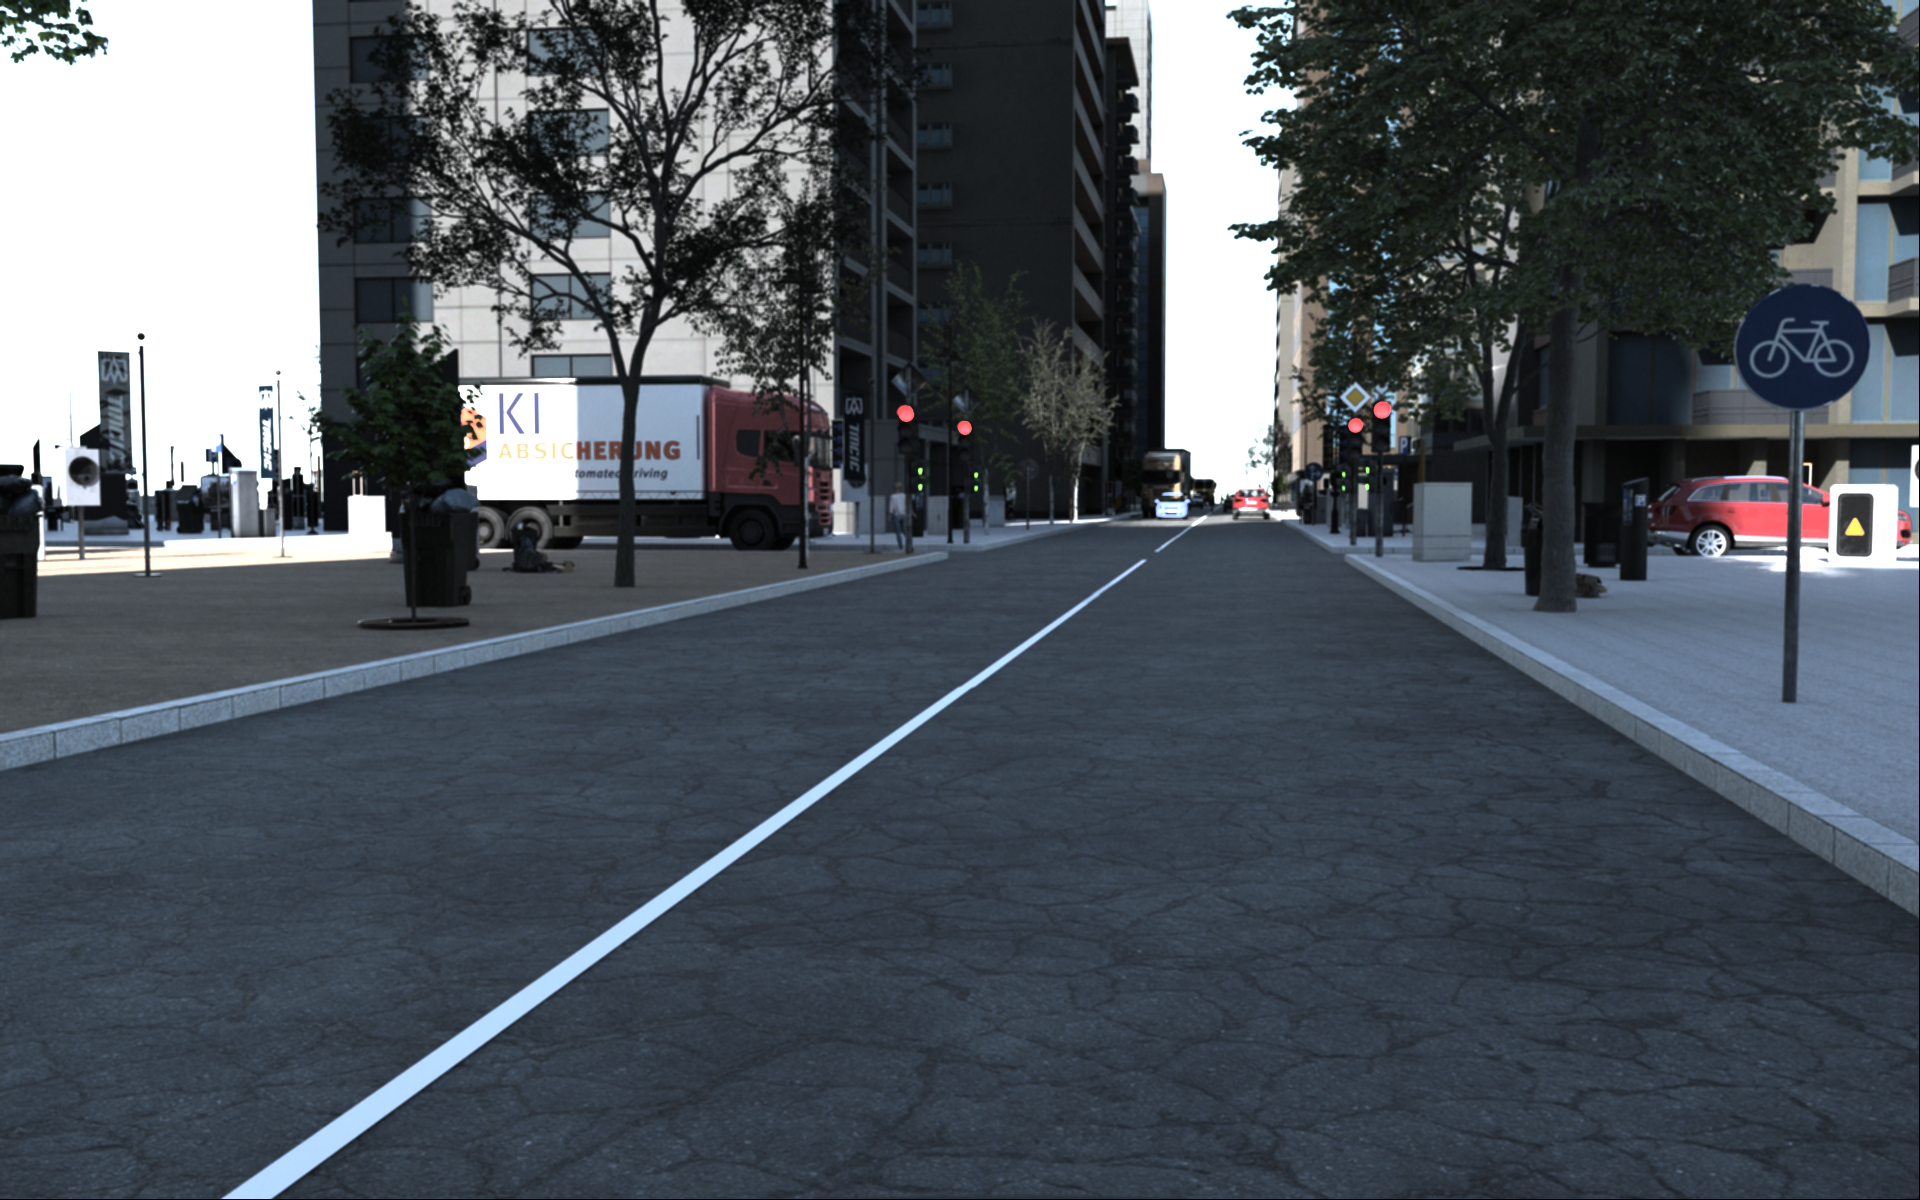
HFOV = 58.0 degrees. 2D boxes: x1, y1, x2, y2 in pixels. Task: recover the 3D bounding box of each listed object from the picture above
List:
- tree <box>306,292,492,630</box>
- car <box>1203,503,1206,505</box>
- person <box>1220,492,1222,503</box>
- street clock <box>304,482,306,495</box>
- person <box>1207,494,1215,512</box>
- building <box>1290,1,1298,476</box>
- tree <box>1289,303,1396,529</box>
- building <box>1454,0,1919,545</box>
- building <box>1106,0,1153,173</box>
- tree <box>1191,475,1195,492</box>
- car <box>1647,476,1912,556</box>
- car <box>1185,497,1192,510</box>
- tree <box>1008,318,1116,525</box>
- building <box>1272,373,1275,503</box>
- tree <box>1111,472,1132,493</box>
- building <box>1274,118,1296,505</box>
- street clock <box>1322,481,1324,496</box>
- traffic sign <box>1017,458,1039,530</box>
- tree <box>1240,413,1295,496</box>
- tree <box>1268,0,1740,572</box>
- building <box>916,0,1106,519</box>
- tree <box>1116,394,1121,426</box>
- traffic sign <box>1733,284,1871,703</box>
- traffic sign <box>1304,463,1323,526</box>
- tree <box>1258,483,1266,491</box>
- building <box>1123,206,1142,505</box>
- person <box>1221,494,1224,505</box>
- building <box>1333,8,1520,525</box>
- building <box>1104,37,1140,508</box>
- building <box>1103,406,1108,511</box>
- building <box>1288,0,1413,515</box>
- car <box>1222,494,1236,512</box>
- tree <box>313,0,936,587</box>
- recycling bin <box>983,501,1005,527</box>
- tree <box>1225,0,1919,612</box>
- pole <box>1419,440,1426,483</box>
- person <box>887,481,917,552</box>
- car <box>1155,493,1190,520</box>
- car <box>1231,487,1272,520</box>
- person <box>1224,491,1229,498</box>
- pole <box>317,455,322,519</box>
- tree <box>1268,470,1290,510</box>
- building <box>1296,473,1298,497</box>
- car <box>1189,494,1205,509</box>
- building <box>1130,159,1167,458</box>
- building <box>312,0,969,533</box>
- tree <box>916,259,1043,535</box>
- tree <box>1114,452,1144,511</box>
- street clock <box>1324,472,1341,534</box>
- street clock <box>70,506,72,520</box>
[{"bbox_3d":[-5.415,-1.349,16.664,1.663,3.219,1.824,0,3,0],"label":"tree"},{"bbox_3d":[31.870,-13.478,229.951,1.945,1.707,3.694,0,4,8],"label":"car"},{"bbox_3d":[39.970,-15.618,264.654,0.445,1.727,0.742,0,4,8],"label":"person"},{"bbox_3d":[-39.522,-6.084,104.050,0.358,2.002,0.471,1,4,18],"label":"street clock"},{"bbox_3d":[20.182,-7.808,139.401,0.697,1.427,0.421,-1,4,-16],"label":"person"},{"bbox_3d":[47.816,-35.749,173.727,28.713,52.752,27.495,1,4,9],"label":"building"},{"bbox_3d":[14.284,-6.941,63.843,4.737,8.622,4.395,0,3,0],"label":"tree"},{"bbox_3d":[30.135,-24.224,50.689,28.867,44.769,22.147,1,4,9],"label":"building"},{"bbox_3d":[19.796,-49.902,254.145,20.563,71.187,20.611,1,4,9],"label":"building"},{"bbox_3d":[36.146,-17.867,275.837,4.285,4.588,4.351,0,3,0],"label":"tree"},{"bbox_3d":[17.481,-1.742,37.156,5.304,1.827,2.281,1,4,11],"label":"car"},{"bbox_3d":[20.357,-8.958,159.037,1.945,1.354,3.894,0,4,8],"label":"car"},{"bbox_3d":[3.883,-7.430,71.838,4.360,8.622,3.978,0,3,0],"label":"tree"},{"bbox_3d":[57.293,-24.014,237.668,27.650,21.520,28.899,1,4,9],"label":"building"},{"bbox_3d":[11.969,-8.178,128.308,1.663,3.219,1.824,0,3,0],"label":"tree"},{"bbox_3d":[49.732,-35.987,212.091,21.300,48.544,21.600,1,4,9],"label":"building"},{"bbox_3d":[16.870,-4.601,79.801,0.358,2.002,0.471,0,4,7],"label":"street clock"},{"bbox_3d":[2.420,-3.774,61.805,0.768,2.556,0.104,1,4,11],"label":"traffic sign"},{"bbox_3d":[35.814,-16.239,199.918,7.601,10.594,8.767,1,4,23],"label":"tree"},{"bbox_3d":[8.981,-6.297,28.715,9.928,11.665,9.643,0,3,0],"label":"tree"},{"bbox_3d":[-3.162,-29.062,98.864,21.300,48.544,21.600,1,4,9],"label":"building"},{"bbox_3d":[5.647,-8.143,83.498,4.360,8.622,3.978,0,3,0],"label":"tree"},{"bbox_3d":[5.116,-0.642,10.606,0.768,2.556,0.104,1,4,13],"label":"traffic sign"},{"bbox_3d":[14.323,-4.286,70.175,0.768,2.556,0.104,1,4,9],"label":"traffic sign"},{"bbox_3d":[47.079,-16.967,272.007,1.663,3.219,1.824,0,3,0],"label":"tree"},{"bbox_3d":[9.670,-32.172,217.894,32.217,40.220,23.993,1,4,9],"label":"building"},{"bbox_3d":[35.451,-13.592,233.958,0.599,1.433,0.991,0,4,-5],"label":"person"},{"bbox_3d":[33.603,-23.608,77.865,32.217,40.220,23.993,1,4,9],"label":"building"},{"bbox_3d":[5.620,-31.278,166.015,22.147,44.769,28.867,1,4,9],"label":"building"},{"bbox_3d":[0.969,-50.309,135.225,22.319,86.520,31.000,1,4,9],"label":"building"},{"bbox_3d":[27.813,-27.884,106.019,14.600,45.320,14.200,1,4,9],"label":"building"},{"bbox_3d":[21.762,-7.657,136.993,2.131,1.459,4.920,1,4,9],"label":"car"},{"bbox_3d":[-4.637,-5.436,23.285,8.767,10.594,7.601,0,4,-4],"label":"tree"},{"bbox_3d":[1.323,-3.383,67.860,0.722,1.027,0.722,-1,4,-13],"label":"recycling bin"},{"bbox_3d":[6.915,-6.133,18.399,7.486,12.596,7.792,0,3,0],"label":"tree"},{"bbox_3d":[17.345,-4.353,65.013,0.158,3.312,0.155,0,3,0],"label":"pole"},{"bbox_3d":[-1.335,-2.021,42.208,0.731,1.740,0.598,-3,5,-44],"label":"person"},{"bbox_3d":[11.874,-5.335,96.811,1.945,1.707,3.694,1,4,9],"label":"car"},{"bbox_3d":[16.236,-5.375,96.554,2.281,1.827,5.304,1,4,9],"label":"car"},{"bbox_3d":[31.350,-11.913,203.282,0.705,1.822,1.348,-1,4,-18],"label":"person"},{"bbox_3d":[-33.574,-5.927,90.749,0.158,3.312,0.155,0,3,0],"label":"pole"},{"bbox_3d":[29.678,-10.148,160.524,1.663,3.219,1.824,0,3,0],"label":"tree"},{"bbox_3d":[37.225,-28.783,154.193,14.154,41.232,14.086,1,4,9],"label":"building"},{"bbox_3d":[22.957,-9.782,169.720,2.009,1.686,4.222,0,4,7],"label":"car"},{"bbox_3d":[20.871,-35.826,235.862,14.600,45.320,14.200,1,4,9],"label":"building"},{"bbox_3d":[-10.405,-38.416,66.360,20.563,71.187,20.611,1,4,9],"label":"building"},{"bbox_3d":[0.712,-6.321,53.712,4.737,8.622,4.395,0,3,0],"label":"tree"},{"bbox_3d":[13.564,-9.162,133.518,4.285,4.588,4.351,0,3,0],"label":"tree"},{"bbox_3d":[12.153,-3.154,56.144,0.358,2.002,0.471,2,4,31],"label":"street clock"},{"bbox_3d":[-44.753,-5.056,87.238,0.471,2.002,0.358,-2,4,-35],"label":"street clock"}]
